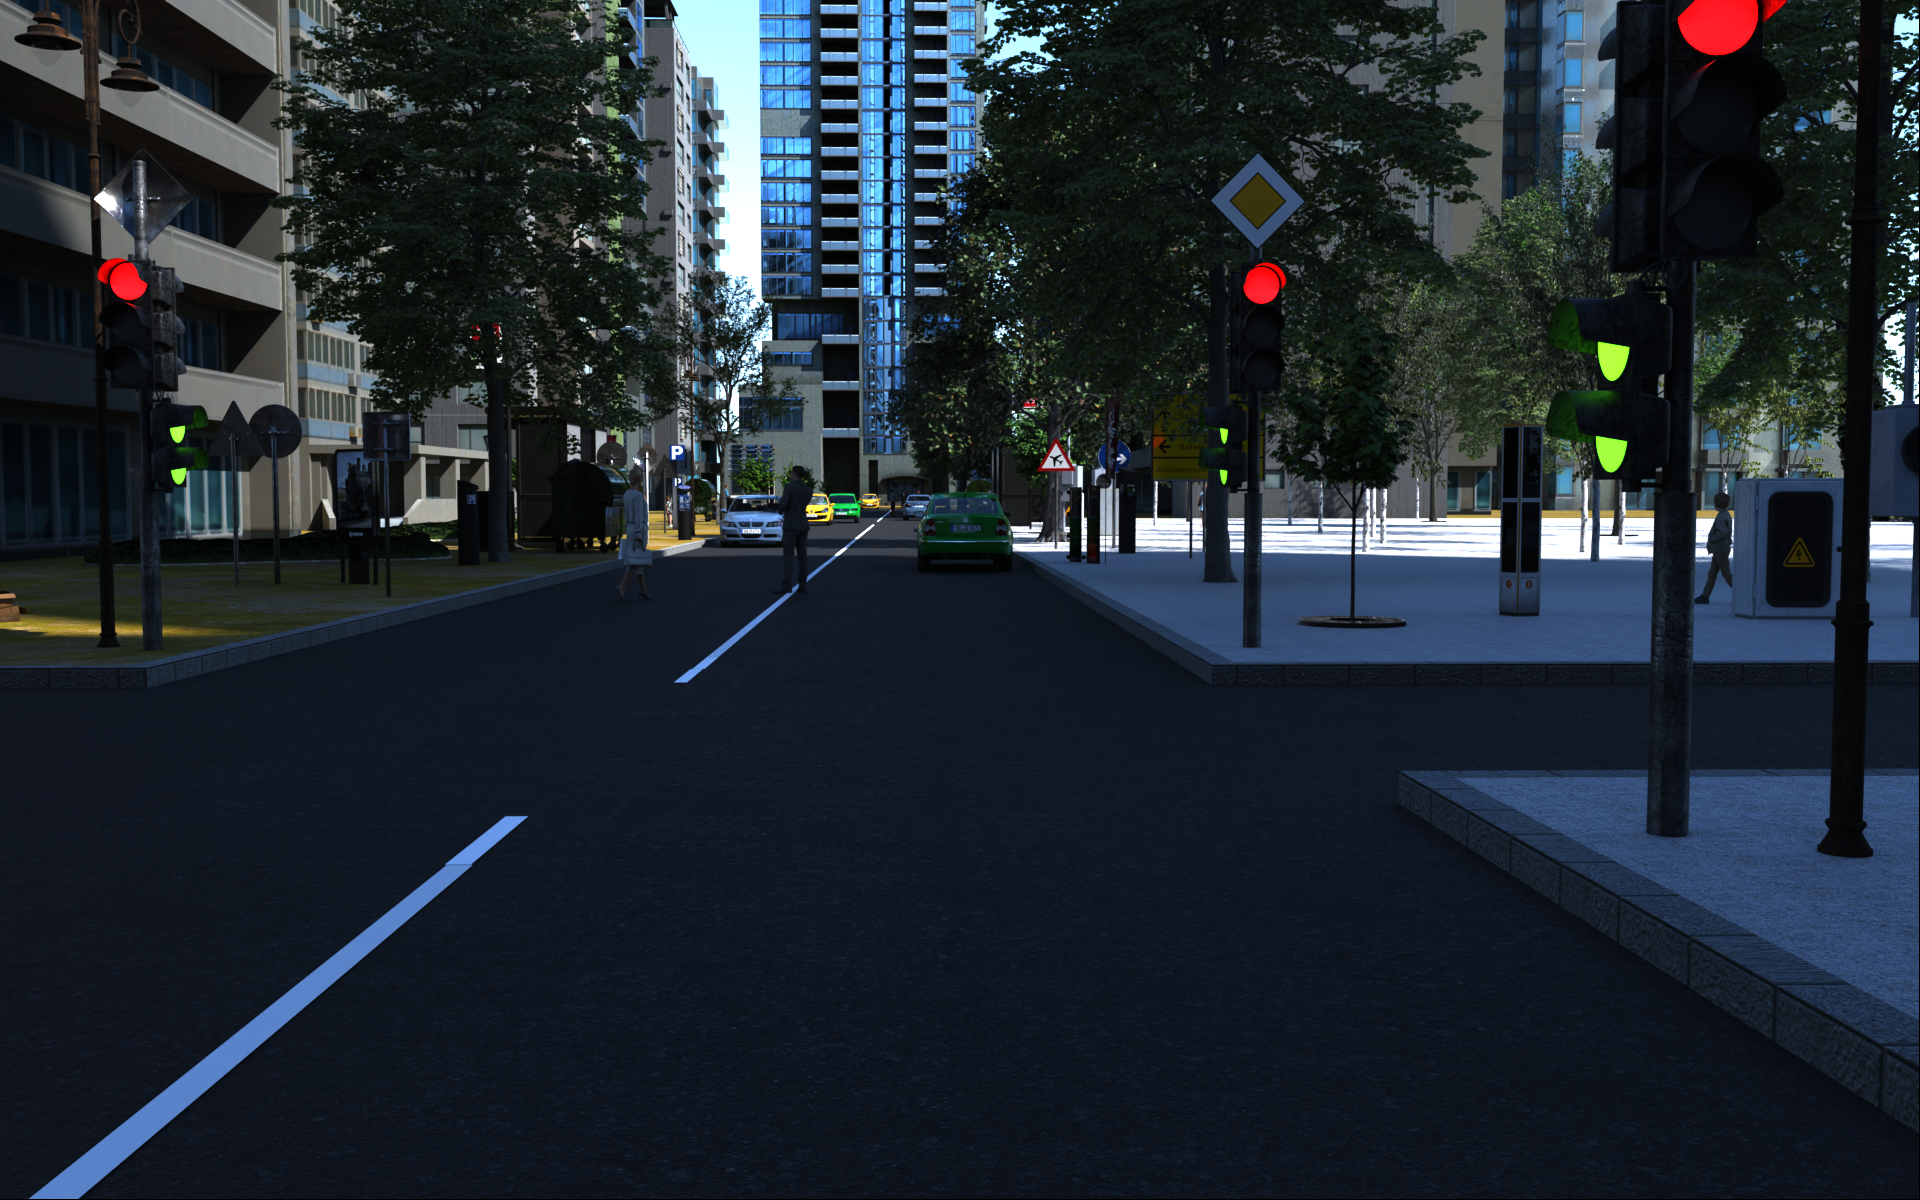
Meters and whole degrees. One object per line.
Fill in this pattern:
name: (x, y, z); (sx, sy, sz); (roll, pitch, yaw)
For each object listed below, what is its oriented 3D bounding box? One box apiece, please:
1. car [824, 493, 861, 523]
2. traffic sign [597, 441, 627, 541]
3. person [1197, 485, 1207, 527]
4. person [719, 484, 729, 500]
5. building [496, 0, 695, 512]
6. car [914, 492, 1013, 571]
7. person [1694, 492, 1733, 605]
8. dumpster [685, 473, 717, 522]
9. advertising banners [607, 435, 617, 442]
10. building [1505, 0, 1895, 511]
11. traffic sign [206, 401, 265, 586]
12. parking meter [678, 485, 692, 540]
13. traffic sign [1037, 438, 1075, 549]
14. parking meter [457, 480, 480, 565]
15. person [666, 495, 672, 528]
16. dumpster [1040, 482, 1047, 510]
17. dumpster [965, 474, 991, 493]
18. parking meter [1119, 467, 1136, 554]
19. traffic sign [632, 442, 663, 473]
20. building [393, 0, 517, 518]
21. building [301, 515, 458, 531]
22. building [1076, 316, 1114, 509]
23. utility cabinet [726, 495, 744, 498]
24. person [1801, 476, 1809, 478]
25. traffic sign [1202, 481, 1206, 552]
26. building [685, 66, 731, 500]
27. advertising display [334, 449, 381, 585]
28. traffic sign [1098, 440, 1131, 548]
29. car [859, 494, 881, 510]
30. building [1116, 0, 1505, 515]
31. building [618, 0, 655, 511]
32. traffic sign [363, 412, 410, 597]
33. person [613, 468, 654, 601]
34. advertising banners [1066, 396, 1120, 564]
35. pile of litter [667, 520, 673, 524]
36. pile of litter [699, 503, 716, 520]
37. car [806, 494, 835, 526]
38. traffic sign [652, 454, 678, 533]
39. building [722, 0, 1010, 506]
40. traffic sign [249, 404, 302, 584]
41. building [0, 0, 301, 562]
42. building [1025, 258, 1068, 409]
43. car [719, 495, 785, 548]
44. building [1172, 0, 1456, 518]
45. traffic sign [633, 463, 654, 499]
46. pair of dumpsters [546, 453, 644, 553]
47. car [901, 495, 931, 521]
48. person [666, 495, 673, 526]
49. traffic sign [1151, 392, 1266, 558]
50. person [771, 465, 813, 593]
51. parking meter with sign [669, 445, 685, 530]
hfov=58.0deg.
car: (-5.918, -4.780, 86.946); (1.959, 1.807, 4.718); (0, 4, -3)
traffic sign: (-8.436, -2.560, 41.962); (0.768, 2.556, 0.104); (0, 4, 6)
person: (9.449, -3.703, 66.686); (0.616, 1.811, 0.778); (3, 5, 43)
person: (-11.979, -4.998, 88.097); (0.601, 1.785, 0.444); (3, 5, 42)
building: (-29.969, -28.302, 146.324); (14.086, 41.232, 14.154); (0, 4, -2)
car: (0.071, -1.519, 33.630); (1.959, 1.807, 4.718); (0, 4, -1)
person: (8.815, -0.596, 20.056); (0.640, 1.303, 0.475); (1, 4, 19)
dumpster: (-12.120, -4.747, 80.112); (1.502, 2.255, 1.985); (0, 4, -2)
advertising banners: (-11.100, -3.393, 51.666); (2.074, 3.025, 0.090); (1, 4, 23)
building: (59.011, -32.057, 143.735); (30.456, 49.044, 23.786); (0, 4, -2)
traffic sign: (-10.110, -1.477, 24.145); (0.884, 2.594, 0.081); (0, 4, 8)
parking meter: (-7.676, -2.439, 48.287); (0.372, 1.533, 0.369); (0, 3, 0)
traffic sign: (2.234, -2.462, 40.250); (0.884, 2.594, 0.081); (0, 4, 5)
parking meter: (-8.876, -1.398, 31.272); (0.372, 1.533, 0.369); (0, 3, 0)
person: (-10.821, -3.594, 65.801); (0.522, 1.701, 0.512); (2, 4, 31)
dumpster: (3.984, -4.060, 68.877); (1.502, 2.255, 1.985); (0, 4, -2)
dumpster: (1.002, -5.000, 84.243); (1.502, 2.255, 1.985); (0, 4, -2)
parking meter: (3.616, -1.939, 37.409); (0.255, 1.863, 0.399); (-1, 4, -21)
traffic sign: (-7.965, -2.711, 44.053); (0.795, 2.593, 0.064); (0, 3, 0)
building: (-27.008, -25.261, 96.615); (14.154, 41.232, 14.086); (0, 4, -2)
building: (-35.163, -22.788, 64.461); (32.217, 40.220, 23.993); (0, 4, -2)
building: (24.105, -18.110, 141.140); (27.650, 21.520, 28.899); (0, 4, -2)
utility cabinet: (-9.899, -4.003, 76.604); (0.306, 1.237, 1.020); (3, 4, 37)
person: (19.578, -2.025, 40.150); (0.522, 1.701, 0.512); (1, 4, 8)
traffic sign: (5.393, -2.338, 38.222); (0.884, 2.594, 0.081); (0, 4, 3)
building: (-40.974, -35.098, 193.457); (30.456, 49.044, 23.786); (0, 4, -2)
advertising display: (-8.580, -1.190, 24.676); (0.974, 1.923, 0.123); (3, 5, 40)
traffic sign: (3.635, -2.492, 40.843); (0.768, 2.556, 0.104); (0, 4, 1)
car: (-8.303, -9.126, 159.439); (2.015, 1.641, 3.980); (0, 4, -2)
building: (22.251, -30.052, 115.051); (21.300, 48.544, 21.600); (0, 4, -2)
building: (-32.650, -49.235, 117.664); (22.319, 86.520, 31.000); (0, 4, -2)
traffic sign: (-7.149, -1.191, 21.609); (0.606, 2.300, 0.079); (0, 4, 6)
person: (-4.420, -0.889, 23.381); (0.624, 1.780, 0.694); (-2, 4, -23)
advertising banners: (2.456, -2.189, 31.975); (0.090, 3.025, 2.074); (-1, 4, -22)
pile of litter: (-12.105, -3.724, 74.847); (1.176, 0.858, 1.719); (0, 4, 0)
pile of litter: (-12.254, -4.436, 86.498); (1.719, 0.858, 1.176); (0, 4, 5)
car: (-6.753, -4.265, 79.961); (2.015, 1.641, 3.980); (0, 4, -2)
traffic sign: (-9.632, -3.455, 56.490); (0.884, 2.594, 0.081); (0, 4, 6)
building: (-10.138, -53.866, 193.386); (31.000, 86.520, 22.319); (0, 4, -2)
traffic sign: (-9.728, -1.499, 24.614); (0.768, 2.556, 0.104); (0, 4, -1)
building: (-27.811, -25.074, 33.662); (21.300, 48.544, 21.600); (0, 4, -2)
building: (19.799, -33.049, 194.969); (28.867, 44.769, 22.147); (0, 4, -2)
car: (-5.600, -2.200, 47.964); (2.014, 1.417, 4.499); (0, 4, -2)
building: (18.783, -25.292, 97.118); (14.154, 41.232, 14.086); (0, 4, -2)
traffic sign: (-11.676, -3.901, 63.888); (0.768, 2.556, 0.104); (0, 4, -1)
pair of dumpsters: (-8.305, -2.262, 39.483); (1.574, 2.255, 4.437); (0, 4, -1)
car: (-2.223, -5.081, 95.068); (2.014, 1.417, 4.499); (0, 3, 0)
person: (-11.676, -3.612, 69.789); (0.332, 1.250, 0.352); (1, 4, 13)
traffic sign: (4.934, -2.483, 34.478); (2.265, 3.308, 0.079); (0, 4, 5)
person: (-2.461, -1.034, 25.205); (0.447, 1.846, 0.655); (3, 5, 42)
parking meter with sign: (-10.110, -4.044, 62.378); (0.543, 3.016, 1.738); (0, 4, -5)
